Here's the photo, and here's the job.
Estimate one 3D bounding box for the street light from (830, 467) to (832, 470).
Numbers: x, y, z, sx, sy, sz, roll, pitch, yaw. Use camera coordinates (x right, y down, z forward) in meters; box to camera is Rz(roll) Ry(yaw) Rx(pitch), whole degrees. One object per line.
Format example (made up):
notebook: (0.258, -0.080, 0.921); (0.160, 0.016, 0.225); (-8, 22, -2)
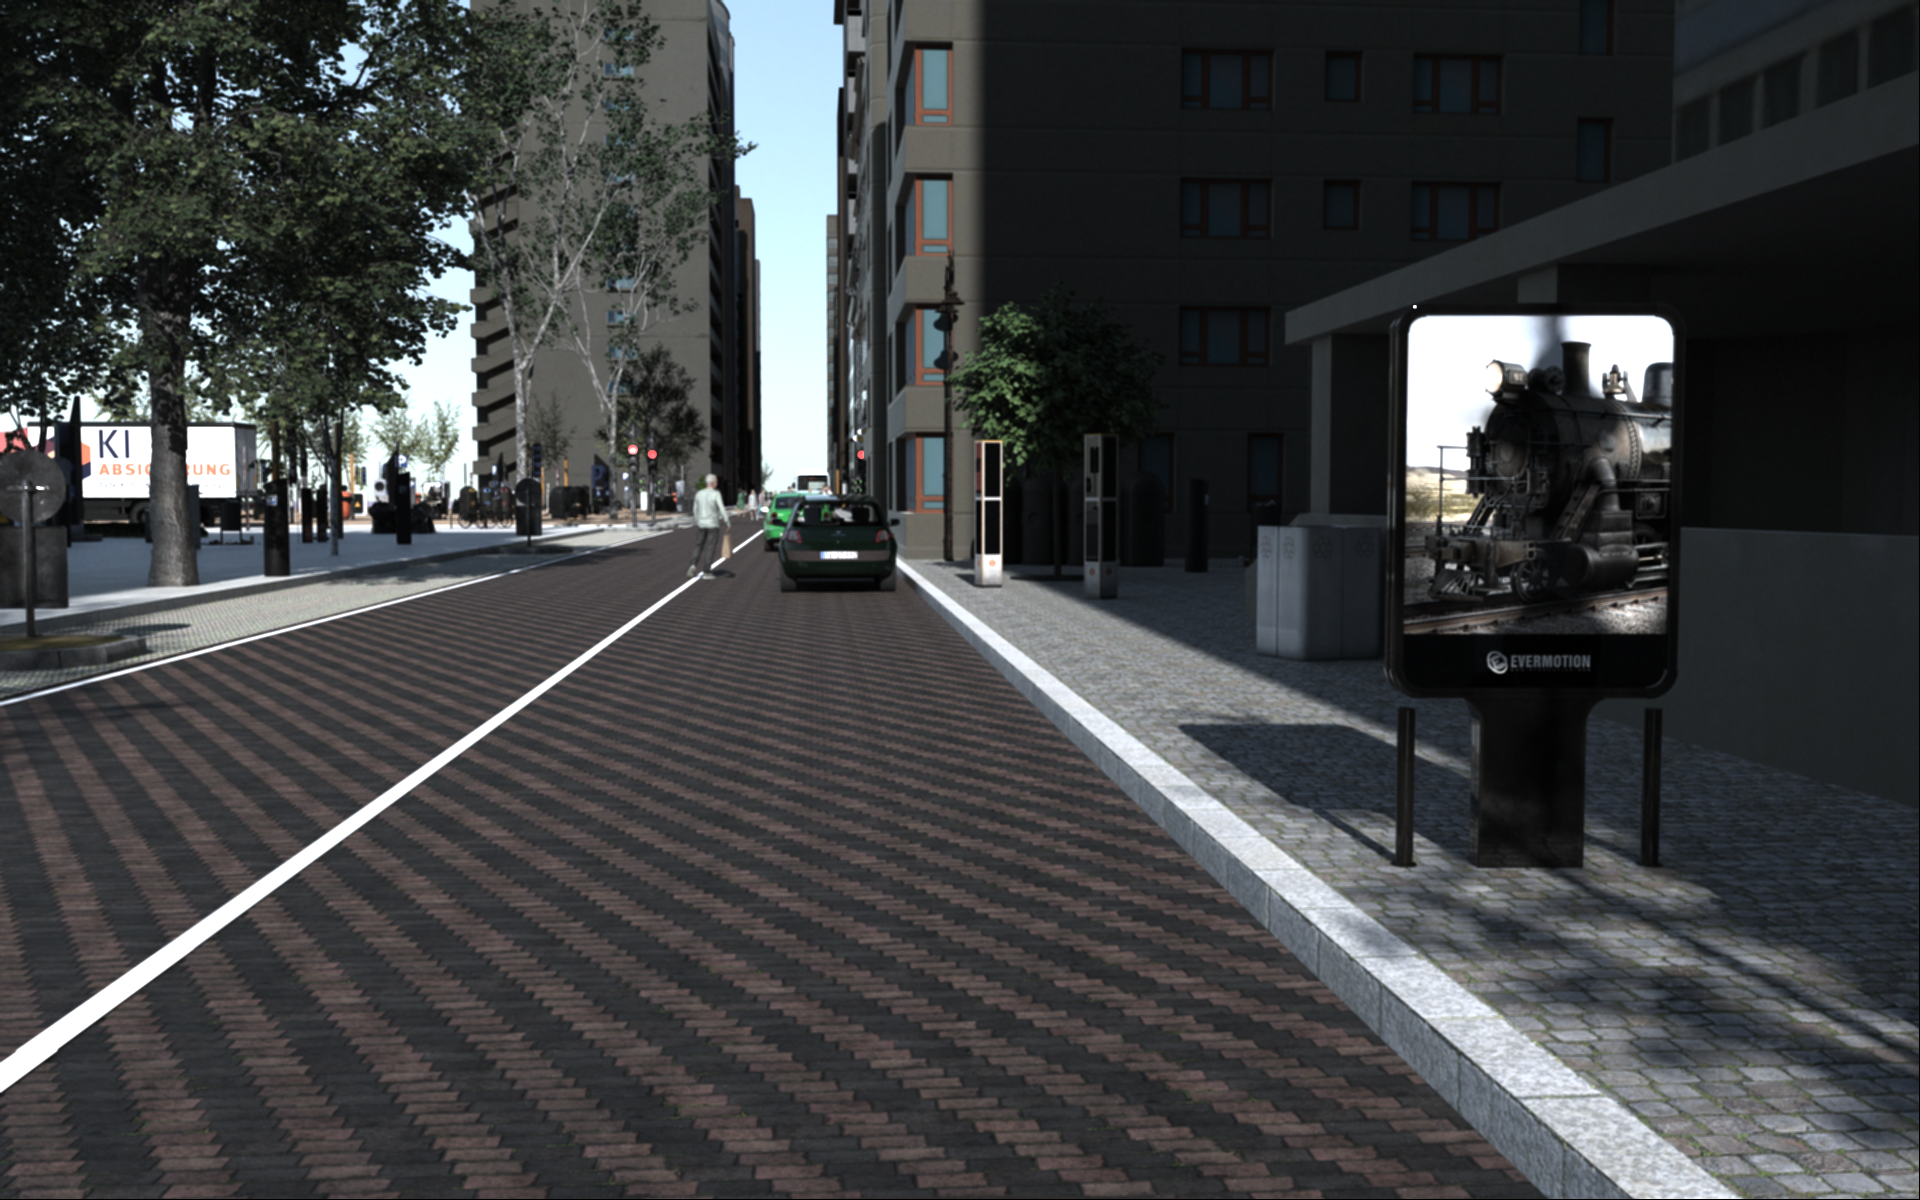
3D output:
street light: (-16.503, -15.472, 225.750); (0.468, 5.910, 1.993); (0, 4, -5)

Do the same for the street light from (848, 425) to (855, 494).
street light: (-7.238, -8.753, 115.905); (0.468, 5.910, 1.993); (0, 4, -5)

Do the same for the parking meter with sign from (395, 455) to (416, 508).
parking meter with sign: (-24.592, -4.951, 77.204); (0.543, 3.016, 1.738); (-3, 4, -38)

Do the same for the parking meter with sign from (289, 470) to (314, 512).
parking meter with sign: (-48.267, -7.987, 126.855); (1.738, 3.016, 0.543); (-2, 4, -28)

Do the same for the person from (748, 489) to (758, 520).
person: (-11.544, -5.324, 96.551); (0.512, 1.701, 0.522); (-1, 4, -17)

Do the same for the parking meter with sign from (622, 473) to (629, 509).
parking meter with sign: (-27.491, -8.952, 142.625); (0.543, 3.016, 1.738); (-1, 4, -12)

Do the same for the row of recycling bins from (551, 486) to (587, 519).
row of recycling bins: (-20.438, -5.087, 90.291); (1.069, 1.692, 3.534); (-2, 4, -33)

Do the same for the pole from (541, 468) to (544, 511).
pole: (-32.295, -8.573, 134.015); (0.158, 3.312, 0.155); (0, 3, 0)

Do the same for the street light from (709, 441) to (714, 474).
street light: (-21.713, -10.925, 151.406); (0.468, 5.910, 1.993); (0, 4, -5)

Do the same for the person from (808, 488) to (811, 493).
person: (-9.383, -6.093, 108.472); (0.624, 1.780, 0.694); (2, 4, 34)

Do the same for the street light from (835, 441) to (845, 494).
street light: (-10.891, -11.303, 157.587); (0.468, 5.910, 1.993); (0, 4, -5)

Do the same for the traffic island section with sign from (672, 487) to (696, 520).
traffic island section with sign: (-15.137, -5.427, 97.364); (1.989, 1.847, 2.006); (0, 4, -5)

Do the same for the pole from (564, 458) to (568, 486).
pole: (-21.948, -6.283, 96.564); (0.158, 3.312, 0.155); (0, 3, 0)

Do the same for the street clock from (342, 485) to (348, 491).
street clock: (-49.614, -8.259, 139.596); (0.471, 2.002, 0.358); (0, 4, -1)

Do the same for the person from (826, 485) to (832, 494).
person: (-6.105, -4.358, 79.851); (0.679, 1.850, 0.850); (3, 5, 40)

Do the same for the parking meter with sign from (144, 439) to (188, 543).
parking meter with sign: (-21.324, -3.071, 46.479); (0.543, 3.016, 1.738); (0, 4, -1)

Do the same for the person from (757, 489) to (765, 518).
person: (-12.174, -5.885, 105.553); (0.643, 1.720, 0.563); (-1, 4, -21)

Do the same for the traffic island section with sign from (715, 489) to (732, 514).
traffic island section with sign: (-17.414, -7.070, 124.223); (1.989, 1.847, 2.006); (0, 4, -5)

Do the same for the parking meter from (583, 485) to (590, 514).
parking meter: (-24.079, -6.476, 111.595); (0.399, 1.863, 0.255); (1, 4, 18)

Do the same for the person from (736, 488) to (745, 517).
person: (-13.522, -5.999, 106.831); (0.529, 1.795, 0.600); (1, 4, 11)

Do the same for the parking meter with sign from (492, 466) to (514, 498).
parking meter with sign: (-27.955, -6.775, 107.033); (1.738, 3.016, 0.543); (-3, 5, -42)

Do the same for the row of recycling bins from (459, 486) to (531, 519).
row of recycling bins: (-23.877, -5.007, 88.970); (3.534, 1.692, 1.069); (-1, 4, -20)

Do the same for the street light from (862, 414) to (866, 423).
street light: (-4.382, -6.659, 81.660); (0.468, 5.910, 1.993); (0, 4, -5)

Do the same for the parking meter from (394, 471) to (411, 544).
parking meter: (-14.265, -2.361, 44.316); (0.399, 1.863, 0.255); (-1, 4, -19)

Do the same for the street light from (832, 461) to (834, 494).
street light: (-13.654, -13.373, 191.434); (0.468, 5.910, 1.993); (0, 4, -5)

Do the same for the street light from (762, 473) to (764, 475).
street light: (-34.475, -20.189, 302.880); (0.468, 5.910, 1.993); (0, 4, -5)

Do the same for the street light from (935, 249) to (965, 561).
street light: (-0.196, -3.680, 32.952); (0.468, 5.910, 1.993); (0, 4, -5)

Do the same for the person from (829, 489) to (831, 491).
person: (-6.769, -4.985, 90.346); (0.599, 1.781, 0.374); (1, 4, 19)

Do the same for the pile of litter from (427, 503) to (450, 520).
pile of litter: (-26.183, -4.403, 85.950); (1.719, 0.858, 1.176); (2, 4, 24)

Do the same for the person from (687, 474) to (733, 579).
person: (-4.195, -1.240, 29.264); (0.782, 1.767, 0.515); (2, 4, 25)

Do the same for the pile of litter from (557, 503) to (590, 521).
pile of litter: (-18.251, -4.176, 82.248); (1.719, 0.858, 1.176); (1, 4, 18)

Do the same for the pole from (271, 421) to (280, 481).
pole: (-19.042, -3.327, 48.241); (0.158, 3.312, 0.155); (0, 3, 0)

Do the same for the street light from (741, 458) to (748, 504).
street light: (-27.591, -15.122, 220.039); (0.468, 5.910, 1.993); (0, 4, -5)

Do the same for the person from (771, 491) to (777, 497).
person: (-19.287, -10.446, 179.830); (0.750, 1.759, 0.617); (-2, 4, -32)

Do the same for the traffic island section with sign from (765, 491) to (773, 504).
traffic island section with sign: (-28.535, -15.122, 255.878); (1.989, 1.847, 2.006); (0, 4, -5)

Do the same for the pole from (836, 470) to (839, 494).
pole: (-10.278, -9.273, 145.459); (0.158, 3.312, 0.155); (0, 3, 0)

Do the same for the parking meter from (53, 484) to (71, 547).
parking meter: (-21.663, -2.040, 41.766); (0.372, 1.533, 0.369); (0, 3, 0)

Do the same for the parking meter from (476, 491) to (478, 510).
parking meter: (-37.749, -7.735, 134.884); (0.372, 1.533, 0.369); (0, 3, 0)

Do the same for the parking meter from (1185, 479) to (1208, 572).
parking meter: (3.889, -1.226, 28.458); (0.372, 1.533, 0.369); (0, 3, 0)

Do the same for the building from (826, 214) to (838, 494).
building: (-12.576, -34.967, 255.308); (14.154, 41.232, 14.086); (0, 4, -5)

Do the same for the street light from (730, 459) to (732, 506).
street light: (-24.526, -12.995, 185.249); (0.468, 5.910, 1.993); (0, 4, -5)

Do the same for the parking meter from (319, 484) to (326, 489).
parking meter: (-35.323, -5.527, 96.080); (0.399, 1.863, 0.255); (1, 4, 16)

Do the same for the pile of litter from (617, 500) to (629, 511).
pile of litter: (-26.244, -7.357, 134.252); (1.176, 0.858, 1.719); (0, 4, 3)

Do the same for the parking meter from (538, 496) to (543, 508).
parking meter: (-34.319, -8.313, 141.624); (0.255, 1.863, 0.399); (1, 4, 23)

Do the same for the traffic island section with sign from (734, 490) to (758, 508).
traffic island section with sign: (-21.566, -10.078, 173.400); (1.989, 1.847, 2.006); (0, 4, -5)

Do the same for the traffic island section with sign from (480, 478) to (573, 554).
traffic island section with sign: (-10.463, -2.039, 41.969); (1.989, 1.847, 2.006); (0, 4, -5)

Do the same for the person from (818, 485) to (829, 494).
person: (-6.070, -4.184, 76.873); (0.622, 1.834, 0.822); (-3, 5, -41)

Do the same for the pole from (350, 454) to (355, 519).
pole: (-30.952, -5.771, 88.201); (0.158, 3.312, 0.155); (0, 3, 0)

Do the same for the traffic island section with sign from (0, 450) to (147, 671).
traffic island section with sign: (-8.170, -0.377, 14.786); (1.989, 1.847, 2.006); (0, 4, -5)

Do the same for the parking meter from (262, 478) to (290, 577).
parking meter: (-10.678, -1.140, 27.043); (0.372, 1.533, 0.369); (0, 3, 0)

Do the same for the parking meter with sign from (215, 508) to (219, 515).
parking meter with sign: (-42.431, -6.262, 98.649); (0.543, 3.016, 1.738); (-1, 4, -21)

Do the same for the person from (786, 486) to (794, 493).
person: (-9.033, -5.189, 93.152); (0.655, 1.846, 0.447); (-3, 4, -36)

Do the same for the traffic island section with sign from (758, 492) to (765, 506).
traffic island section with sign: (-23.833, -11.721, 200.260); (1.989, 1.847, 2.006); (0, 4, -5)

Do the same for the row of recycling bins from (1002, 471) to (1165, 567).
row of recycling bins: (2.003, -1.482, 31.337); (3.534, 1.692, 1.069); (2, 4, 24)
